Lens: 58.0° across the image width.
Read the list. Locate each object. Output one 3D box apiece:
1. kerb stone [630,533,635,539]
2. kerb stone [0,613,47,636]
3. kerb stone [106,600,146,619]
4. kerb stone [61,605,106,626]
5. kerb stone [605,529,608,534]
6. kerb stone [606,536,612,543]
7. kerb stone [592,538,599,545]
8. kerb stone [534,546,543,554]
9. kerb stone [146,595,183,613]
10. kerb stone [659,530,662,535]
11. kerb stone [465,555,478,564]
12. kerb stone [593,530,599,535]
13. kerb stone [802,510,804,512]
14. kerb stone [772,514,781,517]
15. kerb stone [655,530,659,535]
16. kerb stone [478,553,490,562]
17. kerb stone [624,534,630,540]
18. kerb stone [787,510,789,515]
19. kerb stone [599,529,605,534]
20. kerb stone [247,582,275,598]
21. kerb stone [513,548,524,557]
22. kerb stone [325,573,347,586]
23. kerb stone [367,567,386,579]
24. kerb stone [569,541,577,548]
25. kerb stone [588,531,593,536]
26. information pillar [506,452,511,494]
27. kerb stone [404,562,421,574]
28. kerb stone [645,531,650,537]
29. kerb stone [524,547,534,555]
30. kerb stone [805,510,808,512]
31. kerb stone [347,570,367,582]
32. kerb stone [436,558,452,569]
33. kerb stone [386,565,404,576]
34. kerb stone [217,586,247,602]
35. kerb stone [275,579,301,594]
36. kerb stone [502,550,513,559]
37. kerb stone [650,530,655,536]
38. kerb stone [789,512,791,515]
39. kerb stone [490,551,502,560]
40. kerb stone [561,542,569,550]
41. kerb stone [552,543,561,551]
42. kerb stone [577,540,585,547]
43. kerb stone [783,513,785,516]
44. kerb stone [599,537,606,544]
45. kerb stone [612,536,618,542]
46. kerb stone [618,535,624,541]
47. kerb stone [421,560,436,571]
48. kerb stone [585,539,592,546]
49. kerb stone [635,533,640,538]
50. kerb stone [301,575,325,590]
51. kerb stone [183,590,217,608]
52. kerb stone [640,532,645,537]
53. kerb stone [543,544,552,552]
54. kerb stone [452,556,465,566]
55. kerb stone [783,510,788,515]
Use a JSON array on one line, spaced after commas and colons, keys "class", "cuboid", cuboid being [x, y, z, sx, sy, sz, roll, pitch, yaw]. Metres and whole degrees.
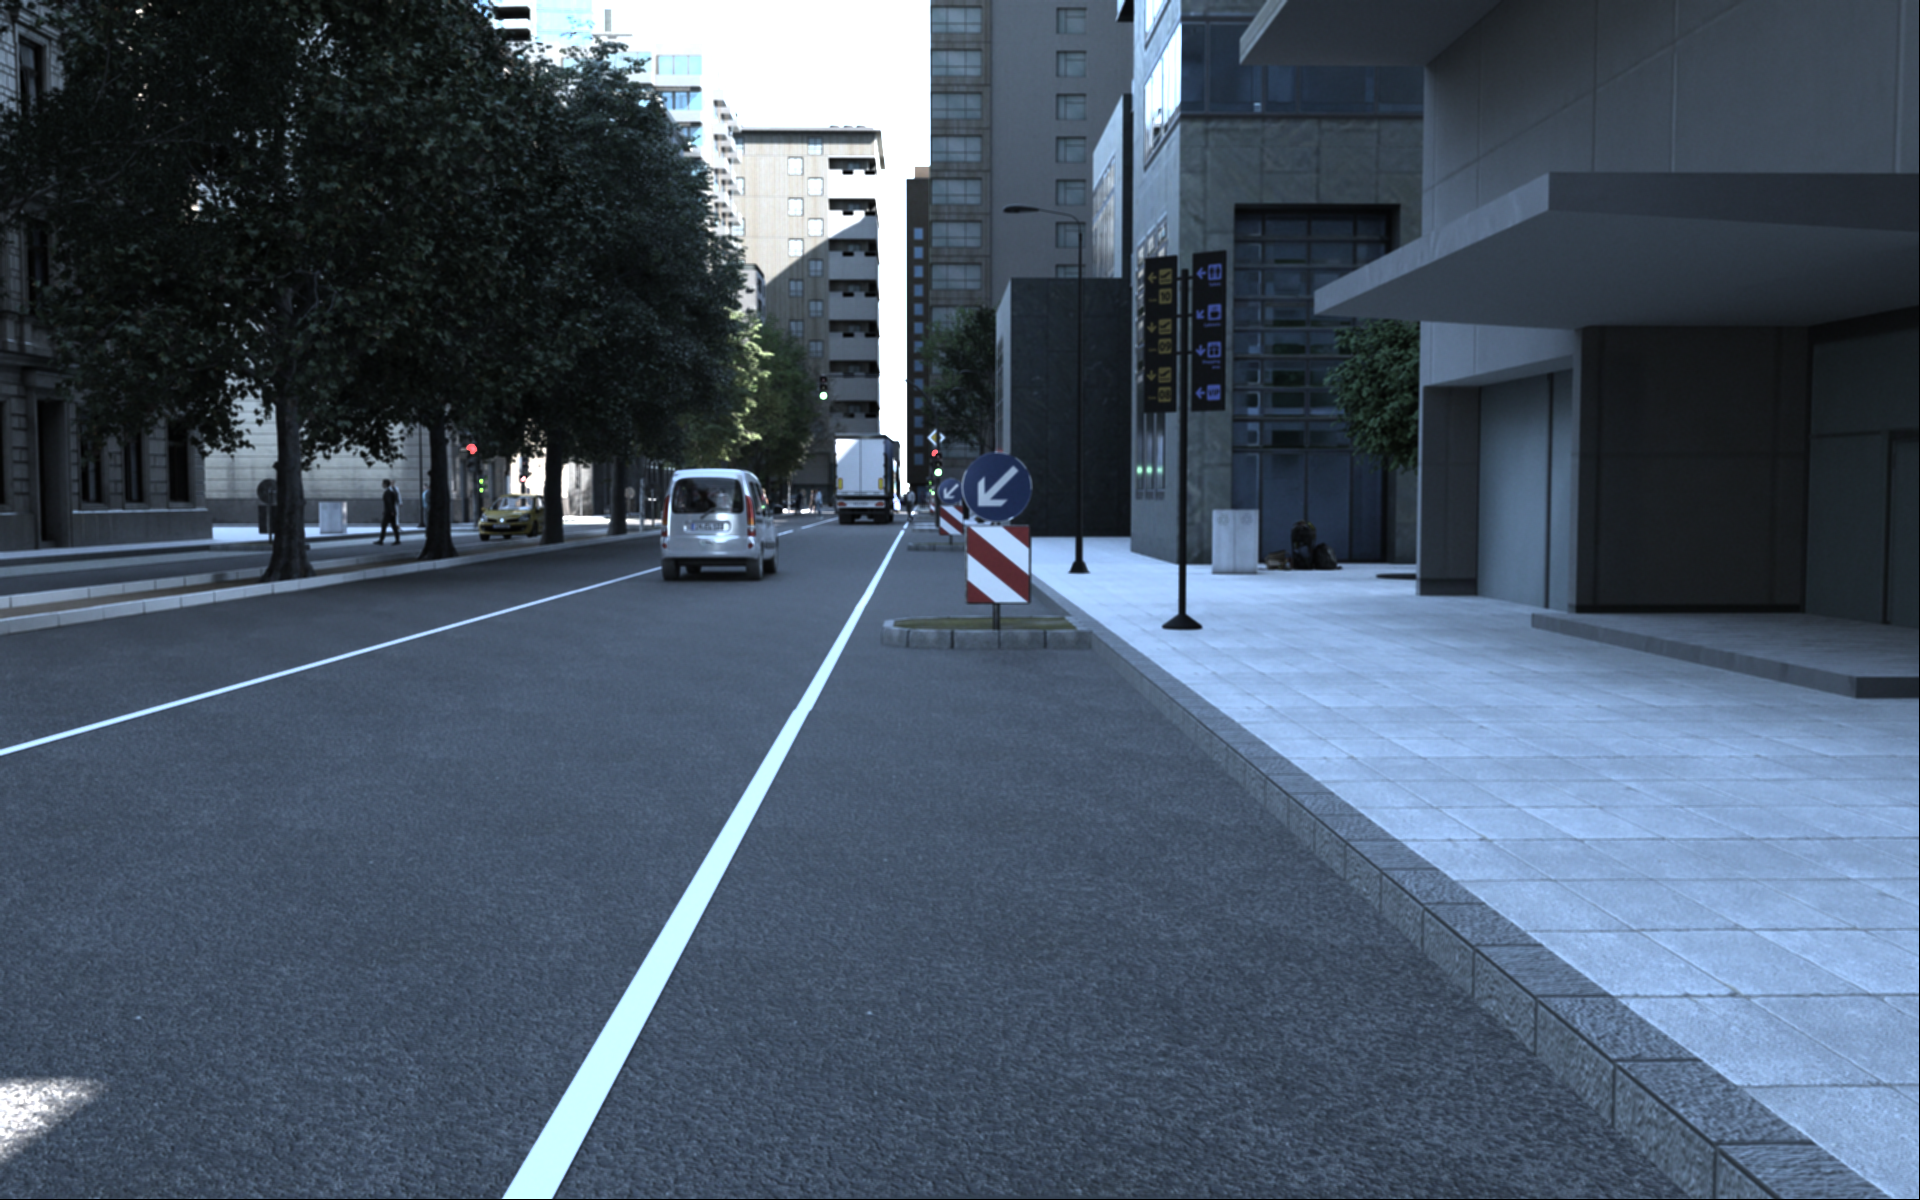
[{"class": "kerb stone", "cuboid": [-10.568, -2.012, 55.095, 0.120, 0.150, 1.000, 0, 4, -1]}, {"class": "kerb stone", "cuboid": [-9.786, 0.244, 18.199, 0.120, 0.150, 1.000, 0, 4, -1]}, {"class": "kerb stone", "cuboid": [-9.832, 0.119, 20.247, 0.120, 0.150, 1.000, 0, 4, -1]}, {"class": "kerb stone", "cuboid": [-9.806, 0.188, 19.224, 0.120, 0.150, 1.000, 0, 4, -1]}, {"class": "kerb stone", "cuboid": [-12.813, -2.446, 62.185, 0.120, 0.150, 1.000, 0, 4, -1]}, {"class": "kerb stone", "cuboid": [-10.482, -1.762, 51.000, 0.120, 0.150, 1.000, 0, 4, -1]}, {"class": "kerb stone", "cuboid": [-10.437, -1.636, 48.951, 0.120, 0.150, 1.000, 0, 4, -1]}, {"class": "kerb stone", "cuboid": [-10.285, -1.194, 41.766, 0.120, 0.150, 1.000, 0, 4, -1]}, {"class": "kerb stone", "cuboid": [-9.849, 0.057, 21.273, 0.120, 0.150, 1.000, 0, 4, -1]}, {"class": "kerb stone", "cuboid": [-10.703, -2.389, 61.259, 0.120, 0.150, 1.000, 0, 4, -1]}, {"class": "kerb stone", "cuboid": [-10.154, -0.821, 35.624, 0.120, 0.150, 1.000, 0, 4, -1]}, {"class": "kerb stone", "cuboid": [-12.776, -2.321, 60.136, 0.120, 0.150, 1.000, 0, 4, -1]}, {"class": "kerb stone", "cuboid": [-12.205, -6.742, 132.505, 0.120, 0.150, 1.000, 0, 4, -1]}, {"class": "kerb stone", "cuboid": [-11.751, -5.428, 110.969, 0.120, 0.150, 1.000, 0, 4, -1]}, {"class": "kerb stone", "cuboid": [-10.681, -2.327, 60.237, 0.120, 0.150, 1.000, 0, 4, -1]}, {"class": "kerb stone", "cuboid": [-10.176, -0.884, 36.646, 0.120, 0.150, 1.000, 0, 4, -1]}, {"class": "kerb stone", "cuboid": [-10.538, -1.950, 54.074, 0.120, 0.150, 1.000, 0, 4, -1]}, {"class": "kerb stone", "cuboid": [-11.906, -5.869, 118.153, 0.120, 0.150, 1.000, 0, 4, -1]}, {"class": "kerb stone", "cuboid": [-12.792, -2.383, 61.158, 0.120, 0.150, 1.000, 0, 4, -1]}, {"class": "kerb stone", "cuboid": [-9.921, -0.130, 24.355, 0.120, 0.150, 1.000, 0, 4, -1]}, {"class": "kerb stone", "cuboid": [-10.242, -1.070, 39.717, 0.120, 0.150, 1.000, 0, 4, -1]}, {"class": "kerb stone", "cuboid": [-9.982, -0.316, 27.426, 0.120, 0.150, 1.000, 0, 4, -1]}, {"class": "kerb stone", "cuboid": [-10.025, -0.445, 29.479, 0.120, 0.150, 1.000, 0, 4, -1]}, {"class": "kerb stone", "cuboid": [-10.376, -1.446, 45.882, 0.120, 0.150, 1.000, 0, 4, -1]}, {"class": "kerb stone", "cuboid": [-12.758, -2.253, 59.110, 0.120, 0.150, 1.000, 0, 4, -1]}, {"class": "information pillar", "cuboid": [-20.299, -5.293, 77.902, 0.183, 3.616, 0.504, 0, 4, 0]}, {"class": "kerb stone", "cuboid": [-10.071, -0.571, 31.526, 0.120, 0.150, 1.000, 0, 4, -1]}, {"class": "kerb stone", "cuboid": [-10.631, -2.198, 58.170, 0.120, 0.150, 1.000, 0, 4, -1]}, {"class": "kerb stone", "cuboid": [-10.263, -1.131, 40.740, 0.120, 0.150, 1.000, 0, 4, -1]}, {"class": "kerb stone", "cuboid": [-12.295, -6.995, 136.601, 0.120, 0.150, 1.000, 0, 4, -1]}, {"class": "kerb stone", "cuboid": [-10.009, -0.373, 28.458, 0.120, 0.150, 1.000, 0, 4, -1]}, {"class": "kerb stone", "cuboid": [-10.102, -0.696, 33.581, 0.120, 0.150, 1.000, 0, 4, -1]}, {"class": "kerb stone", "cuboid": [-10.042, -0.507, 30.501, 0.120, 0.150, 1.000, 0, 4, -1]}, {"class": "kerb stone", "cuboid": [-9.896, -0.067, 23.333, 0.120, 0.150, 1.000, 0, 4, -1]}, {"class": "kerb stone", "cuboid": [-9.930, -0.195, 25.382, 0.120, 0.150, 1.000, 0, 4, -1]}, {"class": "kerb stone", "cuboid": [-10.219, -1.009, 38.689, 0.120, 0.150, 1.000, 0, 4, -1]}, {"class": "kerb stone", "cuboid": [-10.654, -2.263, 59.197, 0.120, 0.150, 1.000, 0, 4, -1]}, {"class": "kerb stone", "cuboid": [-11.926, -5.929, 119.178, 0.120, 0.150, 1.000, 0, 4, -1]}, {"class": "kerb stone", "cuboid": [-10.200, -0.945, 37.667, 0.120, 0.150, 1.000, 0, 4, -1]}, {"class": "kerb stone", "cuboid": [-10.348, -1.385, 44.843, 0.120, 0.150, 1.000, 0, 4, -1]}, {"class": "kerb stone", "cuboid": [-10.330, -1.323, 43.822, 0.120, 0.150, 1.000, 0, 4, -1]}, {"class": "kerb stone", "cuboid": [-10.392, -1.511, 46.904, 0.120, 0.150, 1.000, 0, 4, -1]}, {"class": "kerb stone", "cuboid": [-11.813, -5.618, 114.042, 0.120, 0.150, 1.000, 0, 4, -1]}, {"class": "kerb stone", "cuboid": [-10.453, -1.696, 49.975, 0.120, 0.150, 1.000, 0, 4, -1]}, {"class": "kerb stone", "cuboid": [-10.507, -1.825, 52.030, 0.120, 0.150, 1.000, 0, 4, -1]}, {"class": "kerb stone", "cuboid": [-10.523, -1.887, 53.052, 0.120, 0.150, 1.000, 0, 4, -1]}, {"class": "kerb stone", "cuboid": [-10.089, -0.633, 32.549, 0.120, 0.150, 1.000, 0, 4, -1]}, {"class": "kerb stone", "cuboid": [-10.416, -1.572, 47.929, 0.120, 0.150, 1.000, 0, 4, -1]}, {"class": "kerb stone", "cuboid": [-10.584, -2.072, 56.125, 0.120, 0.150, 1.000, 0, 4, -1]}, {"class": "kerb stone", "cuboid": [-9.953, -0.253, 26.404, 0.120, 0.150, 1.000, 0, 4, -1]}, {"class": "kerb stone", "cuboid": [-9.872, -0.003, 22.305, 0.120, 0.150, 1.000, 0, 4, -1]}, {"class": "kerb stone", "cuboid": [-10.606, -2.138, 57.147, 0.120, 0.150, 1.000, 0, 4, -1]}, {"class": "kerb stone", "cuboid": [-10.305, -1.257, 42.790, 0.120, 0.150, 1.000, 0, 4, -1]}, {"class": "kerb stone", "cuboid": [-10.134, -0.758, 34.602, 0.120, 0.150, 1.000, 0, 4, -1]}, {"class": "kerb stone", "cuboid": [-11.882, -5.806, 117.123, 0.120, 0.150, 1.000, 0, 4, -1]}]
